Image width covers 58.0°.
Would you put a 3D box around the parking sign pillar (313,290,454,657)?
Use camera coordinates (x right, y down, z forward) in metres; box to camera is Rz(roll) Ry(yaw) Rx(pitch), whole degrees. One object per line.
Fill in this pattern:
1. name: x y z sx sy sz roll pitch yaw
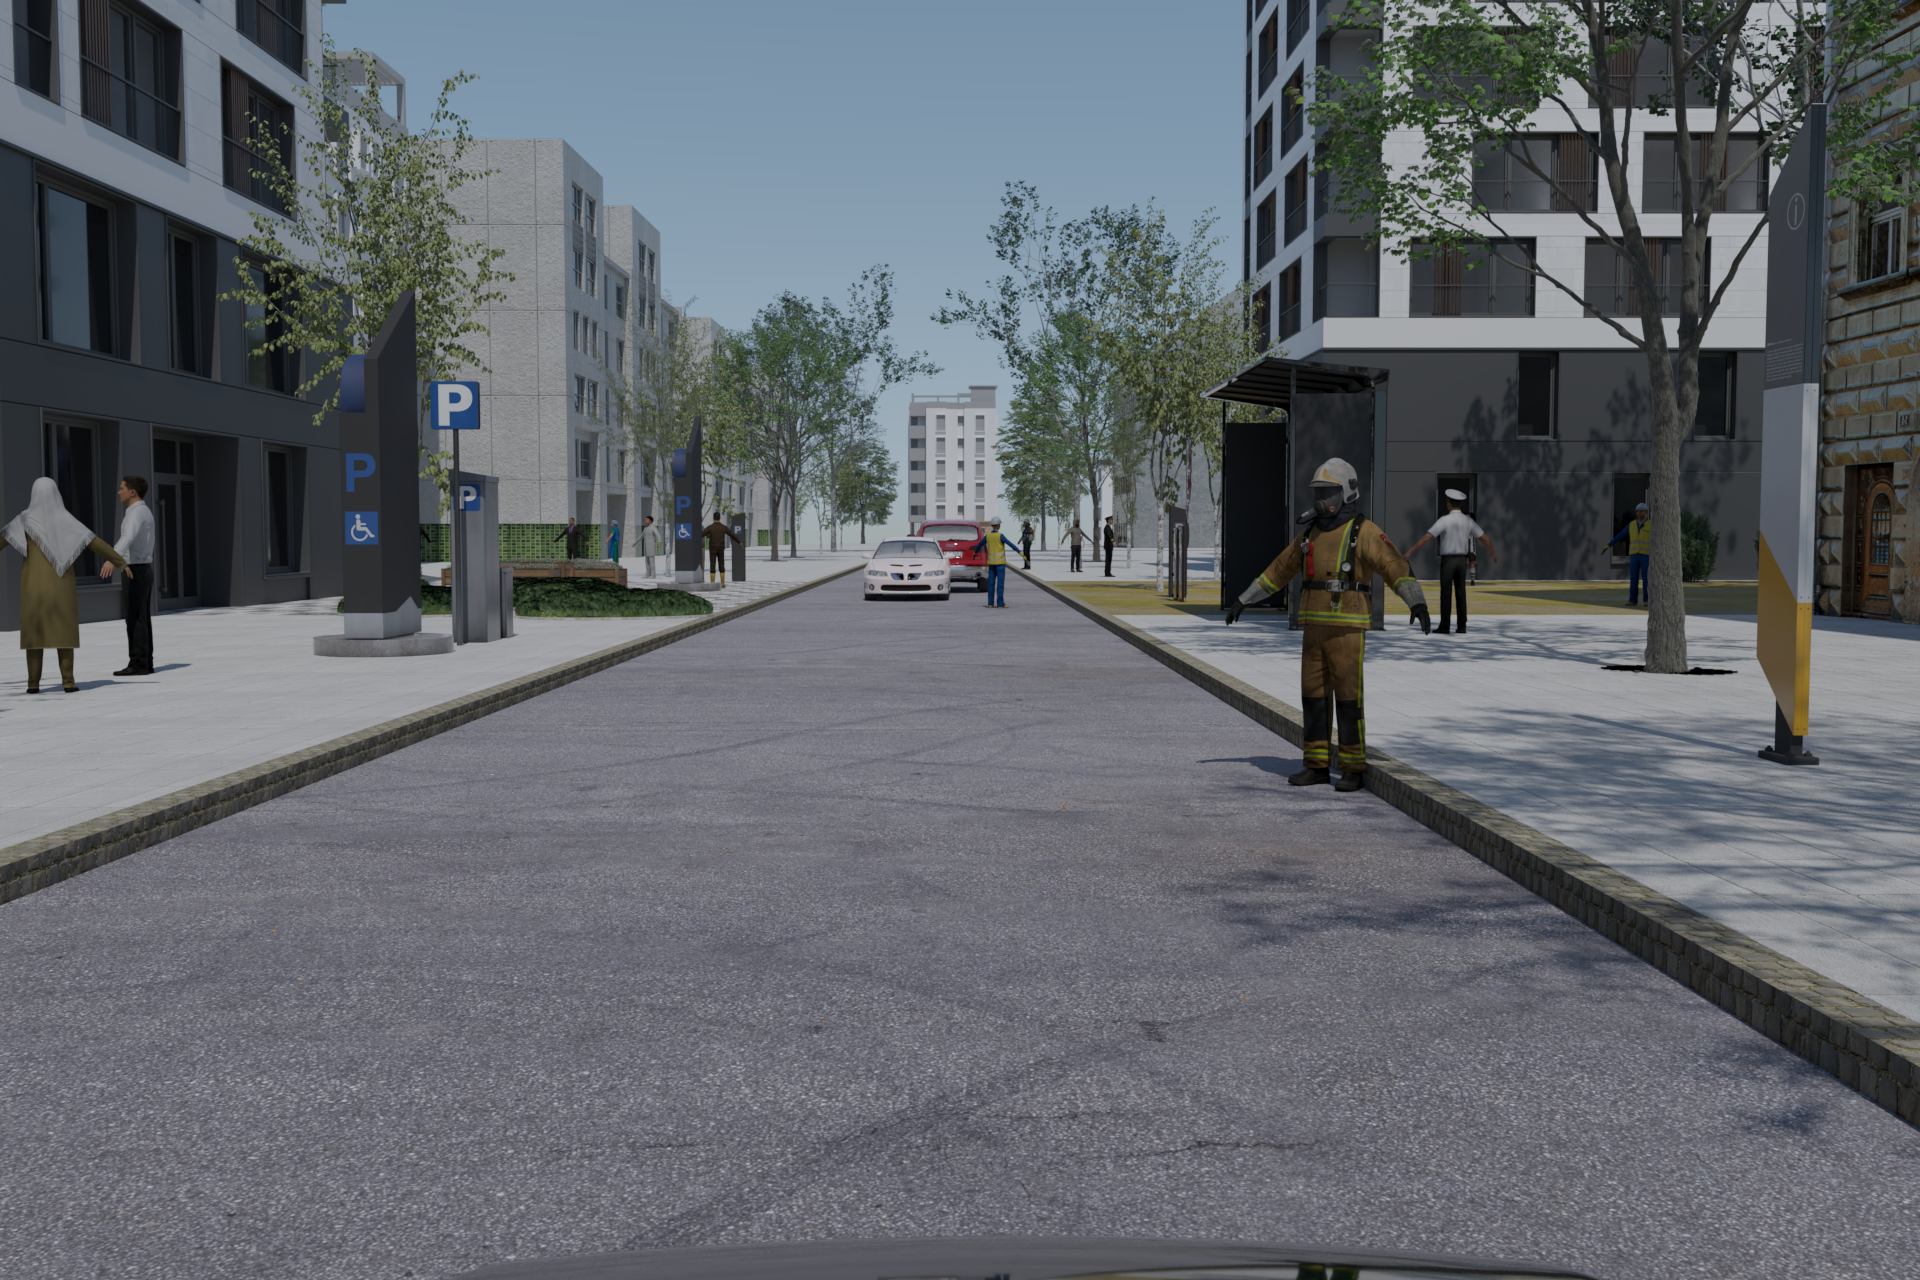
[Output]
1. parking sign pillar: -6.217 -1.842 18.592 1.447 3.967 1.447 0 3 0

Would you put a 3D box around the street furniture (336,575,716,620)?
1. street furniture: -7.748 -0.894 30.239 5.734 0.657 10.072 -1 4 -17

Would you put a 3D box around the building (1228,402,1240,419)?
1. building: 21.216 -9.319 94.514 9.099 9.664 28.070 0 4 0

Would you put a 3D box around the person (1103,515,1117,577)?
1. person: 4.466 -2.797 51.658 0.705 1.837 1.347 0 4 -3

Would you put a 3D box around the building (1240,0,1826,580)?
1. building: 23.895 -13.434 63.627 27.936 21.610 32.646 0 3 0

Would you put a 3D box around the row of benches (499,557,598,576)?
1. row of benches: -10.699 -1.840 45.544 4.104 0.672 1.422 3 5 41

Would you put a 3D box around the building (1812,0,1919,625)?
1. building: 22.707 -11.426 17.746 19.493 23.208 18.063 0 4 0

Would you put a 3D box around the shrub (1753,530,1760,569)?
1. shrub: 21.640 -2.520 45.249 1.661 2.075 1.752 0 3 0

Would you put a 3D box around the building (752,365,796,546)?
1. building: -28.513 -20.205 196.807 16.747 18.905 31.486 0 4 0

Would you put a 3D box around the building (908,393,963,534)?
1. building: -6.330 -22.315 223.724 11.380 20.090 16.016 0 4 -5

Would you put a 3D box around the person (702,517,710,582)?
1. person: -6.430 -2.231 42.755 0.705 1.796 1.348 2 4 35

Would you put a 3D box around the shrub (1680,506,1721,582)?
1. shrub: 19.453 -2.563 46.318 1.690 2.028 1.600 0 3 0

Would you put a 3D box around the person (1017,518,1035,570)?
1. person: 2.375 -3.452 62.222 0.705 1.856 1.354 -1 4 -16

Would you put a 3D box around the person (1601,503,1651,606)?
1. person: 12.128 -1.523 30.874 1.349 1.833 0.705 3 5 41

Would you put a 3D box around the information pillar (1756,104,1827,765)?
1. information pillar: 4.670 -1.125 9.741 0.183 3.616 0.504 0 4 0

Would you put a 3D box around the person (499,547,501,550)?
1. person: -11.753 -2.213 42.035 1.347 1.847 0.705 2 4 25

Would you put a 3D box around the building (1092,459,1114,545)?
1. building: 20.409 -15.456 194.848 9.099 9.664 28.070 0 3 0

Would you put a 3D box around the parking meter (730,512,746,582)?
1. parking meter: -5.985 -2.505 46.672 0.399 1.863 0.255 0 4 0

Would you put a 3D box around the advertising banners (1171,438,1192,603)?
1. advertising banners: 4.200 -2.239 32.792 0.090 3.025 2.074 0 4 -1

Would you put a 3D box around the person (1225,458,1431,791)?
1. person: 2.094 -0.094 9.764 0.705 1.858 1.354 -3 5 -43

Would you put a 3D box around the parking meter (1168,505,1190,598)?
1. parking meter: 4.423 -1.791 35.002 0.399 1.863 0.255 0 3 0

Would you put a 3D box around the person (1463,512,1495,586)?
1. person: 12.581 -2.249 42.910 1.345 1.843 0.704 2 4 28

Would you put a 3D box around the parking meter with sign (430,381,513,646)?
1. parking meter with sign: -5.761 -1.492 20.660 0.543 3.016 1.738 0 4 0

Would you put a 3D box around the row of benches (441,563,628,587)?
1. row of benches: -9.230 -1.332 37.234 4.104 0.672 1.422 0 4 7

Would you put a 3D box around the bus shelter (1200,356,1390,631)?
1. bus shelter: 4.884 -2.124 26.015 1.731 3.624 6.357 0 3 0

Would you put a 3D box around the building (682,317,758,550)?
1. building: -28.646 -17.786 157.261 16.747 18.905 31.486 0 3 0

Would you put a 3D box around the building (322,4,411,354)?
1. building: -27.542 -12.368 58.633 16.016 20.090 11.380 0 4 0

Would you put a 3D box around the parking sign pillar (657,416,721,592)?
1. parking sign pillar: -6.131 -3.095 39.071 1.447 3.967 1.447 0 4 1

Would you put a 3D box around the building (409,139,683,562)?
1. building: -25.977 -13.891 93.584 16.747 18.905 31.486 0 4 0

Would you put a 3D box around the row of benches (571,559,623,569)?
1. row of benches: -8.749 -1.598 41.582 1.422 0.672 4.104 -1 4 -20

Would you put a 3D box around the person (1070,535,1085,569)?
1. person: 4.326 -3.330 63.719 0.599 1.433 0.991 -2 4 -26

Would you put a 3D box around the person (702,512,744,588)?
1. person: -5.812 -2.155 41.370 1.346 1.812 0.704 -1 4 -19

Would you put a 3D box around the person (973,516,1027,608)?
1. person: 0.746 -1.503 33.497 1.216 1.772 0.721 2 4 34

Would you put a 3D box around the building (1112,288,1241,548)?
1. building: 24.661 -20.379 164.123 19.493 23.208 18.063 0 4 -1

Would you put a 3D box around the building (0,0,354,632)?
1. building: -26.332 -10.739 19.563 27.936 21.610 32.646 0 4 -1

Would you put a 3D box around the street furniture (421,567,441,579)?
1. street furniture: -17.835 -2.205 42.905 9.812 1.723 11.010 -2 4 -25
